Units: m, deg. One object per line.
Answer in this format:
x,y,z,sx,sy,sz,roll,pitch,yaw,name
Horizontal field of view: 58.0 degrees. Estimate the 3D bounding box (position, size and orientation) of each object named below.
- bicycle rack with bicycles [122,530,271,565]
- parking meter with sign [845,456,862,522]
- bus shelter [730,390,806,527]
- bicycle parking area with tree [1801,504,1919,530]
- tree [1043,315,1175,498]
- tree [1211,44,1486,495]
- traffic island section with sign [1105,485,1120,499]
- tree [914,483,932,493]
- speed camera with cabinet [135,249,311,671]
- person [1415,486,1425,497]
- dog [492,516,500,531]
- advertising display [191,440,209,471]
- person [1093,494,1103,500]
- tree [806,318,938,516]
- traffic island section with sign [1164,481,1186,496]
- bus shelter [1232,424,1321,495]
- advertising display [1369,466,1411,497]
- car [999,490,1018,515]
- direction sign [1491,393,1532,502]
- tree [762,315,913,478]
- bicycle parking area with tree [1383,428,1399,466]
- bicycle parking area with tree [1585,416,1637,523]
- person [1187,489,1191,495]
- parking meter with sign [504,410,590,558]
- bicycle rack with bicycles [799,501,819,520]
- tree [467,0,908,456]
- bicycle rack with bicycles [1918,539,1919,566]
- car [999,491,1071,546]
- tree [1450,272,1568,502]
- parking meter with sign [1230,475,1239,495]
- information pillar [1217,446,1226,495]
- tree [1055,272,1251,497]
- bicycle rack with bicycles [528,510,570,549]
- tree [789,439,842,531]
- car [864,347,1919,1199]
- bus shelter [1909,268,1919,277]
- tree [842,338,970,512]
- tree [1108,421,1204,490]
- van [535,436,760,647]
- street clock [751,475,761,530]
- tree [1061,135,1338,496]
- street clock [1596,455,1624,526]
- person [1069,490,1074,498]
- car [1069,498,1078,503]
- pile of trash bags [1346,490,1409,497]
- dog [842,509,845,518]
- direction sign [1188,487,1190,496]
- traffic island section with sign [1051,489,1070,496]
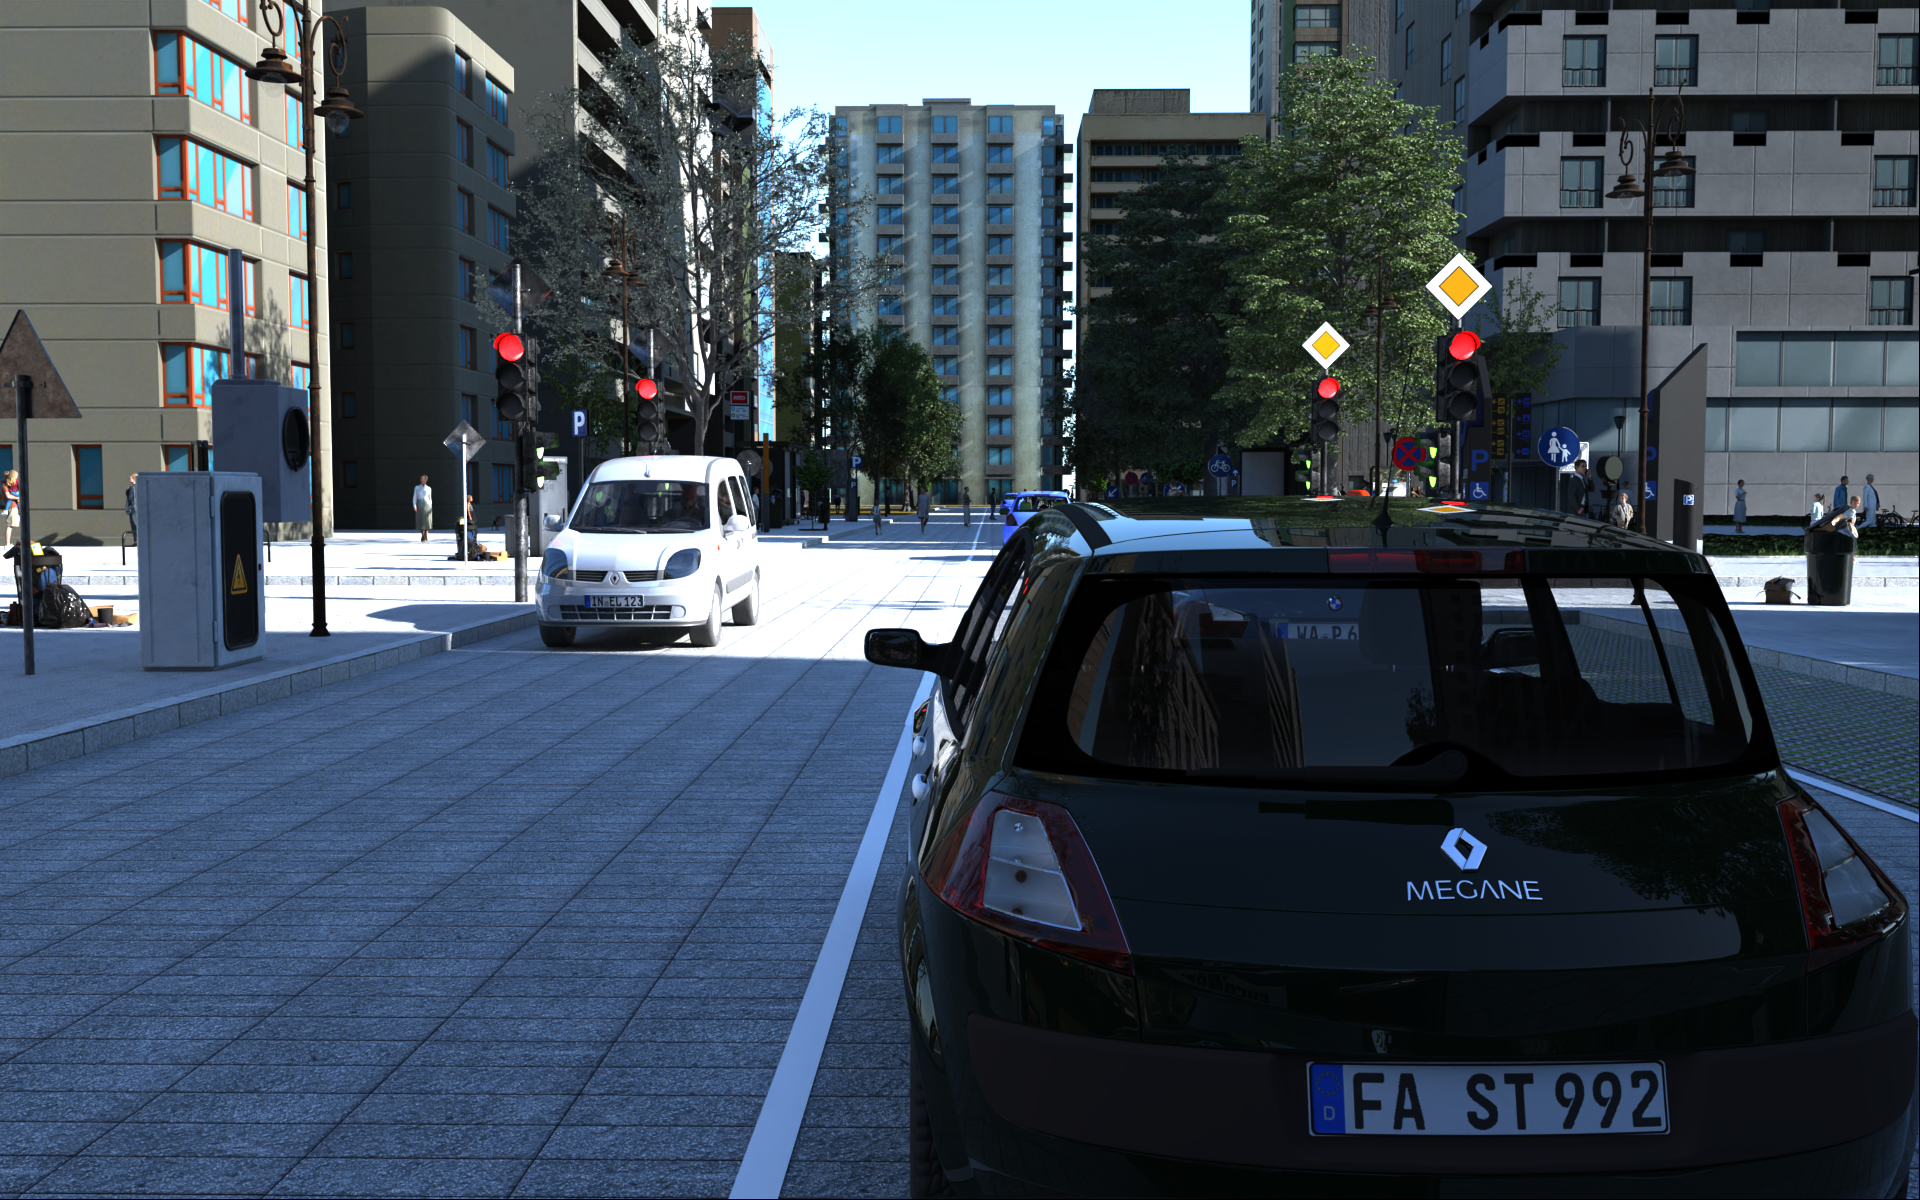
-13.849,-1.136,31.958,2.852,0.926,2.925,1,4,12,bicycle rack with bicycles
-5.007,-5.154,80.530,0.543,3.016,1.738,-1,4,-17,parking meter with sign
-7.770,-5.640,69.849,2.179,5.291,8.768,0,4,1,bus shelter
31.743,-4.221,56.021,9.016,4.147,8.231,3,4,36,bicycle parking area with tree
10.120,-11.870,111.083,9.611,12.733,9.660,0,3,0,tree
9.924,-7.724,44.407,7.486,12.596,7.792,0,3,0,tree
6.903,-4.375,80.153,1.989,1.847,2.006,0,4,1,traffic island section with sign
-3.371,-9.983,157.817,1.663,3.219,1.824,0,3,0,tree
-5.660,-1.167,13.411,0.660,3.252,2.038,0,4,-1,speed camera with cabinet
31.456,-6.893,118.884,1.348,1.807,0.705,1,4,12,person
-16.321,-2.699,60.966,0.540,0.507,0.406,1,4,17,dog
-9.224,-0.969,21.056,0.123,1.923,0.974,-2,4,-28,advertising display
13.923,-10.395,176.004,0.705,1.823,1.348,-3,5,-42,person
-5.130,-10.855,103.230,9.928,11.665,9.643,0,3,0,tree
6.409,-2.726,53.202,1.989,1.847,2.006,0,4,1,traffic island section with sign
9.637,-3.588,52.583,2.014,3.302,5.546,0,4,1,bus shelter
9.825,-2.101,39.563,0.974,1.923,0.123,-1,4,-12,advertising display
3.636,-6.730,119.618,1.945,1.707,3.694,0,4,-1,car
12.311,-2.862,38.797,0.876,3.537,0.379,1,4,14,direction sign
-5.854,-9.545,90.468,7.601,10.594,8.767,2,4,34,tree
19.579,-5.576,78.165,9.016,4.147,8.231,2,4,24,bicycle parking area with tree
21.790,-4.742,64.526,8.231,4.147,9.016,2,4,29,bicycle parking area with tree
22.905,-10.165,172.239,1.348,1.824,0.705,-3,4,-37,person
-8.437,-2.391,35.360,1.738,3.016,0.543,-3,5,-44,parking meter with sign
-7.926,-4.439,85.958,2.925,0.926,2.852,-1,4,-22,bicycle rack with bicycles
-6.512,-8.112,42.996,12.009,13.543,11.850,0,3,0,tree
18.404,-1.030,30.228,2.925,0.926,2.852,-2,4,-24,bicycle rack with bicycles
1.828,-1.766,38.472,1.945,1.707,3.694,0,4,3,car
17.893,-6.545,57.376,4.737,8.622,4.395,0,3,0,tree
11.156,-4.473,69.389,1.738,3.016,0.543,-3,5,-42,parking meter with sign
12.827,-5.721,84.895,0.504,3.616,0.183,-2,4,-26,information pillar
10.085,-11.135,92.427,12.009,13.543,11.850,0,3,0,tree
-8.475,-1.658,40.488,2.925,0.926,2.852,0,4,5,bicycle rack with bicycles
-5.282,-4.063,61.031,1.663,3.219,1.824,0,3,0,tree
0.733,0.322,4.522,2.009,1.686,4.222,0,4,-1,car
10.785,-1.465,15.233,1.731,3.624,6.357,0,4,1,bus shelter
-4.028,-12.815,126.535,9.611,12.733,9.660,0,3,0,tree
9.672,-5.648,76.051,4.285,4.588,4.351,0,3,0,tree
-3.068,-0.645,17.558,2.013,2.044,4.112,0,4,1,van
-7.341,-3.532,62.321,0.358,2.002,0.471,0,4,5,street clock
8.780,-9.456,61.269,9.857,13.997,8.962,0,3,0,tree
12.203,-1.712,32.567,0.471,2.002,0.358,-2,4,-24,street clock
11.382,-10.404,176.886,0.721,1.736,1.217,1,4,18,person
2.760,-2.259,49.520,1.945,1.354,3.894,0,4,3,car
9.769,-1.670,37.051,3.447,1.369,1.912,3,5,40,pile of trash bags
-6.070,-4.654,92.927,0.406,0.507,0.540,0,4,8,dog
10.765,-5.465,81.342,0.876,3.537,0.379,-1,4,-22,direction sign
7.820,-7.449,130.415,1.989,1.847,2.006,0,4,1,traffic island section with sign
